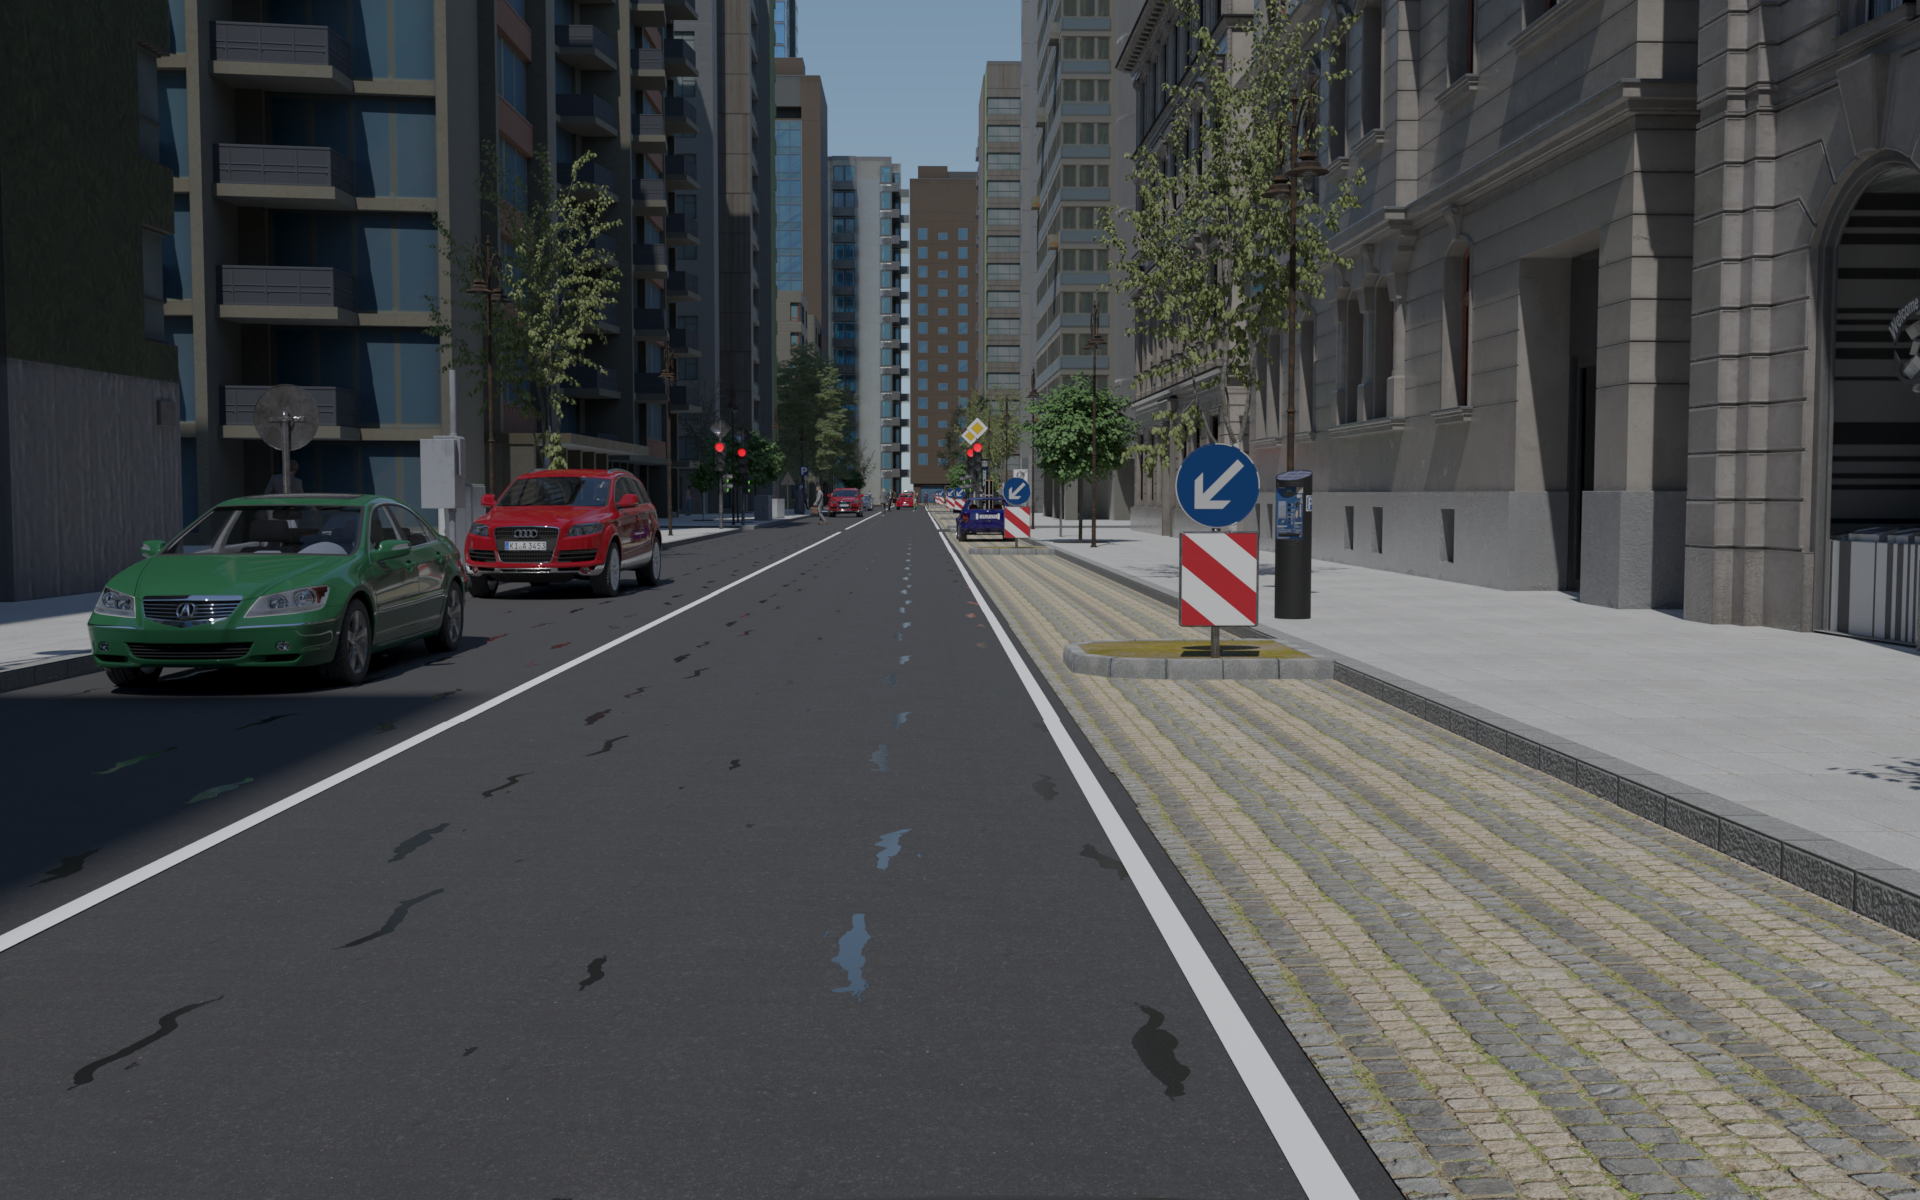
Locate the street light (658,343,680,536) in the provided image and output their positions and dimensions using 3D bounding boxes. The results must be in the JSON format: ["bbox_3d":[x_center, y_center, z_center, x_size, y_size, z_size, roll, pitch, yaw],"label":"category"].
[{"bbox_3d":[-8.922,-4.919,53.211,0.468,5.910,1.993,0,4,-1],"label":"street light"}]

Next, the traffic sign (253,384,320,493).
[{"bbox_3d":[-7.817,-1.224,20.111,0.768,2.556,0.104,0,4,1],"label":"traffic sign"}]

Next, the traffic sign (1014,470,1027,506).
[{"bbox_3d":[2.518,-4.271,71.952,0.606,2.300,0.079,0,4,6],"label":"traffic sign"}]

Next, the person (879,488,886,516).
[{"bbox_3d":[-5.039,-6.343,112.393,0.537,1.800,0.526,-2,4,-30],"label":"person"}]

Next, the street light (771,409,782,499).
[{"bbox_3d":[-9.856,-7.349,92.942,0.468,5.910,1.993,0,4,-1],"label":"street light"}]

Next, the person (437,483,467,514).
[{"bbox_3d":[-9.665,-1.657,33.411,0.678,1.792,0.850,-2,4,-35],"label":"person"}]

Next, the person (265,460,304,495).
[{"bbox_3d":[-11.160,-1.389,28.558,0.655,1.846,0.447,-2,4,-25],"label":"person"}]

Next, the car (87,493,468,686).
[{"bbox_3d":[-5.481,-0.164,14.472,2.131,1.459,4.920,0,4,-2],"label":"car"}]

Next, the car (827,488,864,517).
[{"bbox_3d":[-7.110,-6.075,108.002,2.281,1.827,5.304,0,4,-1],"label":"car"}]

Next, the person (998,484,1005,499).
[{"bbox_3d":[2.256,-5.249,92.049,0.473,1.802,0.592,3,5,42],"label":"person"}]

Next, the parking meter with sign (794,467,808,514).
[{"bbox_3d":[-10.243,-7.017,110.983,0.543,3.016,1.738,-1,4,-22],"label":"parking meter with sign"}]

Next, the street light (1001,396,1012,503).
[{"bbox_3d":[2.196,-6.645,81.427,0.468,5.910,1.993,0,4,-1],"label":"street light"}]

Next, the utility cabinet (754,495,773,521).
[{"bbox_3d":[-9.475,-4.415,83.339,1.020,1.237,0.306,3,5,41],"label":"utility cabinet"}]

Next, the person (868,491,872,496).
[{"bbox_3d":[-11.501,-12.952,220.140,0.709,1.838,0.599,-1,4,-9],"label":"person"}]

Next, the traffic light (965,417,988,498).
[{"bbox_3d":[0.618,-4.571,63.653,0.839,4.253,0.868,0,4,-1],"label":"traffic light"}]

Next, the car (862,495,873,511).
[{"bbox_3d":[-8.635,-8.500,151.344,2.083,1.381,4.827,0,4,0],"label":"car"}]

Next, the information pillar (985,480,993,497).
[{"bbox_3d":[1.522,-5.279,90.808,0.304,2.012,0.304,3,5,43],"label":"information pillar"}]

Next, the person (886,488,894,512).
[{"bbox_3d":[-5.626,-8.092,140.170,0.648,1.900,0.474,-3,5,-43],"label":"person"}]

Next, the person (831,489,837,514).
[{"bbox_3d":[-9.059,-7.163,125.631,0.660,1.820,0.620,-2,4,-32],"label":"person"}]

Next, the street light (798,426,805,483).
[{"bbox_3d":[-10.465,-8.697,114.976,0.468,5.910,1.993,0,4,-1],"label":"street light"}]

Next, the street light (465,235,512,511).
[{"bbox_3d":[-8.435,-3.569,31.136,0.468,5.910,1.993,0,4,-1],"label":"street light"}]

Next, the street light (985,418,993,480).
[{"bbox_3d":[1.723,-7.948,102.744,0.468,5.910,1.993,0,4,-1],"label":"street light"}]

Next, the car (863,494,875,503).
[{"bbox_3d":[-9.287,-9.502,167.157,2.131,1.459,4.920,0,4,-2],"label":"car"}]

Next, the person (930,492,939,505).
[{"bbox_3d":[-3.110,-12.570,214.740,1.217,1.743,0.721,-1,4,-12],"label":"person"}]

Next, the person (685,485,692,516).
[{"bbox_3d":[-16.057,-5.898,102.493,0.388,1.821,0.555,0,4,2],"label":"person"}]

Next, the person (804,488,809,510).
[{"bbox_3d":[-12.547,-8.218,140.806,0.834,1.777,0.661,-1,4,-14],"label":"person"}]

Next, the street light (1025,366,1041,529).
[{"bbox_3d":[2.650,-5.504,62.779,0.468,5.910,1.993,0,4,-1],"label":"street light"}]

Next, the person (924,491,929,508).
[{"bbox_3d":[-3.419,-10.006,173.014,0.530,1.710,0.541,-3,5,-41],"label":"person"}]

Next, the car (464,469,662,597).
[{"bbox_3d":[-5.782,-1.044,25.739,2.281,1.827,5.304,0,4,1],"label":"car"}]

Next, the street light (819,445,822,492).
[{"bbox_3d":[-10.945,-10.004,136.359,0.468,5.910,1.993,0,4,-1],"label":"street light"}]

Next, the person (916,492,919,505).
[{"bbox_3d":[-5.562,-12.915,220.470,0.742,1.727,0.445,-3,5,-40],"label":"person"}]

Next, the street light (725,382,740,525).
[{"bbox_3d":[-9.389,-6.045,71.625,0.468,5.910,1.993,0,4,-1],"label":"street light"}]

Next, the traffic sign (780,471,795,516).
[{"bbox_3d":[-9.884,-6.076,99.354,0.884,2.594,0.081,0,4,8],"label":"traffic sign"}]

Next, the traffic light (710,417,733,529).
[{"bbox_3d":[-8.740,-4.556,63.409,0.839,4.253,0.868,0,4,-1],"label":"traffic light"}]

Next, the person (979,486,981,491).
[{"bbox_3d":[1.254,-6.598,114.139,0.641,1.798,0.478,3,4,37],"label":"person"}]

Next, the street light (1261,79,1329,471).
[{"bbox_3d":[3.808,-2.880,19.877,0.468,5.910,1.993,0,4,-1],"label":"street light"}]

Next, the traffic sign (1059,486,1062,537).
[{"bbox_3d":[3.009,-3.154,51.672,0.768,2.556,0.104,0,4,0],"label":"traffic sign"}]

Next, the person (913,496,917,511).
[{"bbox_3d":[-3.710,-7.973,143.112,0.306,1.304,0.590,3,4,39],"label":"person"}]

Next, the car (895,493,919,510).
[{"bbox_3d":[-4.850,-9.084,157.556,2.155,1.783,4.494,0,4,0],"label":"car"}]

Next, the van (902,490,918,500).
[{"bbox_3d":[-5.420,-10.793,183.484,2.013,2.044,4.112,0,4,-2],"label":"van"}]

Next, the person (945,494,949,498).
[{"bbox_3d":[-1.621,-13.277,223.794,0.551,1.740,0.621,0,4,-3],"label":"person"}]

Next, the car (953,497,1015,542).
[{"bbox_3d":[0.766,-2.468,52.928,1.945,1.354,3.894,0,4,-2],"label":"car"}]

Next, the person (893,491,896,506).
[{"bbox_3d":[-8.131,-12.661,215.598,0.705,1.812,1.348,0,4,3],"label":"person"}]

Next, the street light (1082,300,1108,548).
[{"bbox_3d":[3.215,-4.200,41.464,0.468,5.910,1.993,0,4,-1],"label":"street light"}]

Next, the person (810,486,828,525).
[{"bbox_3d":[-6.597,-4.440,81.221,0.853,1.813,0.709,0,4,2],"label":"person"}]

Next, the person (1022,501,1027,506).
[{"bbox_3d":[4.106,-6.132,110.586,0.425,1.301,0.394,1,4,11],"label":"person"}]
